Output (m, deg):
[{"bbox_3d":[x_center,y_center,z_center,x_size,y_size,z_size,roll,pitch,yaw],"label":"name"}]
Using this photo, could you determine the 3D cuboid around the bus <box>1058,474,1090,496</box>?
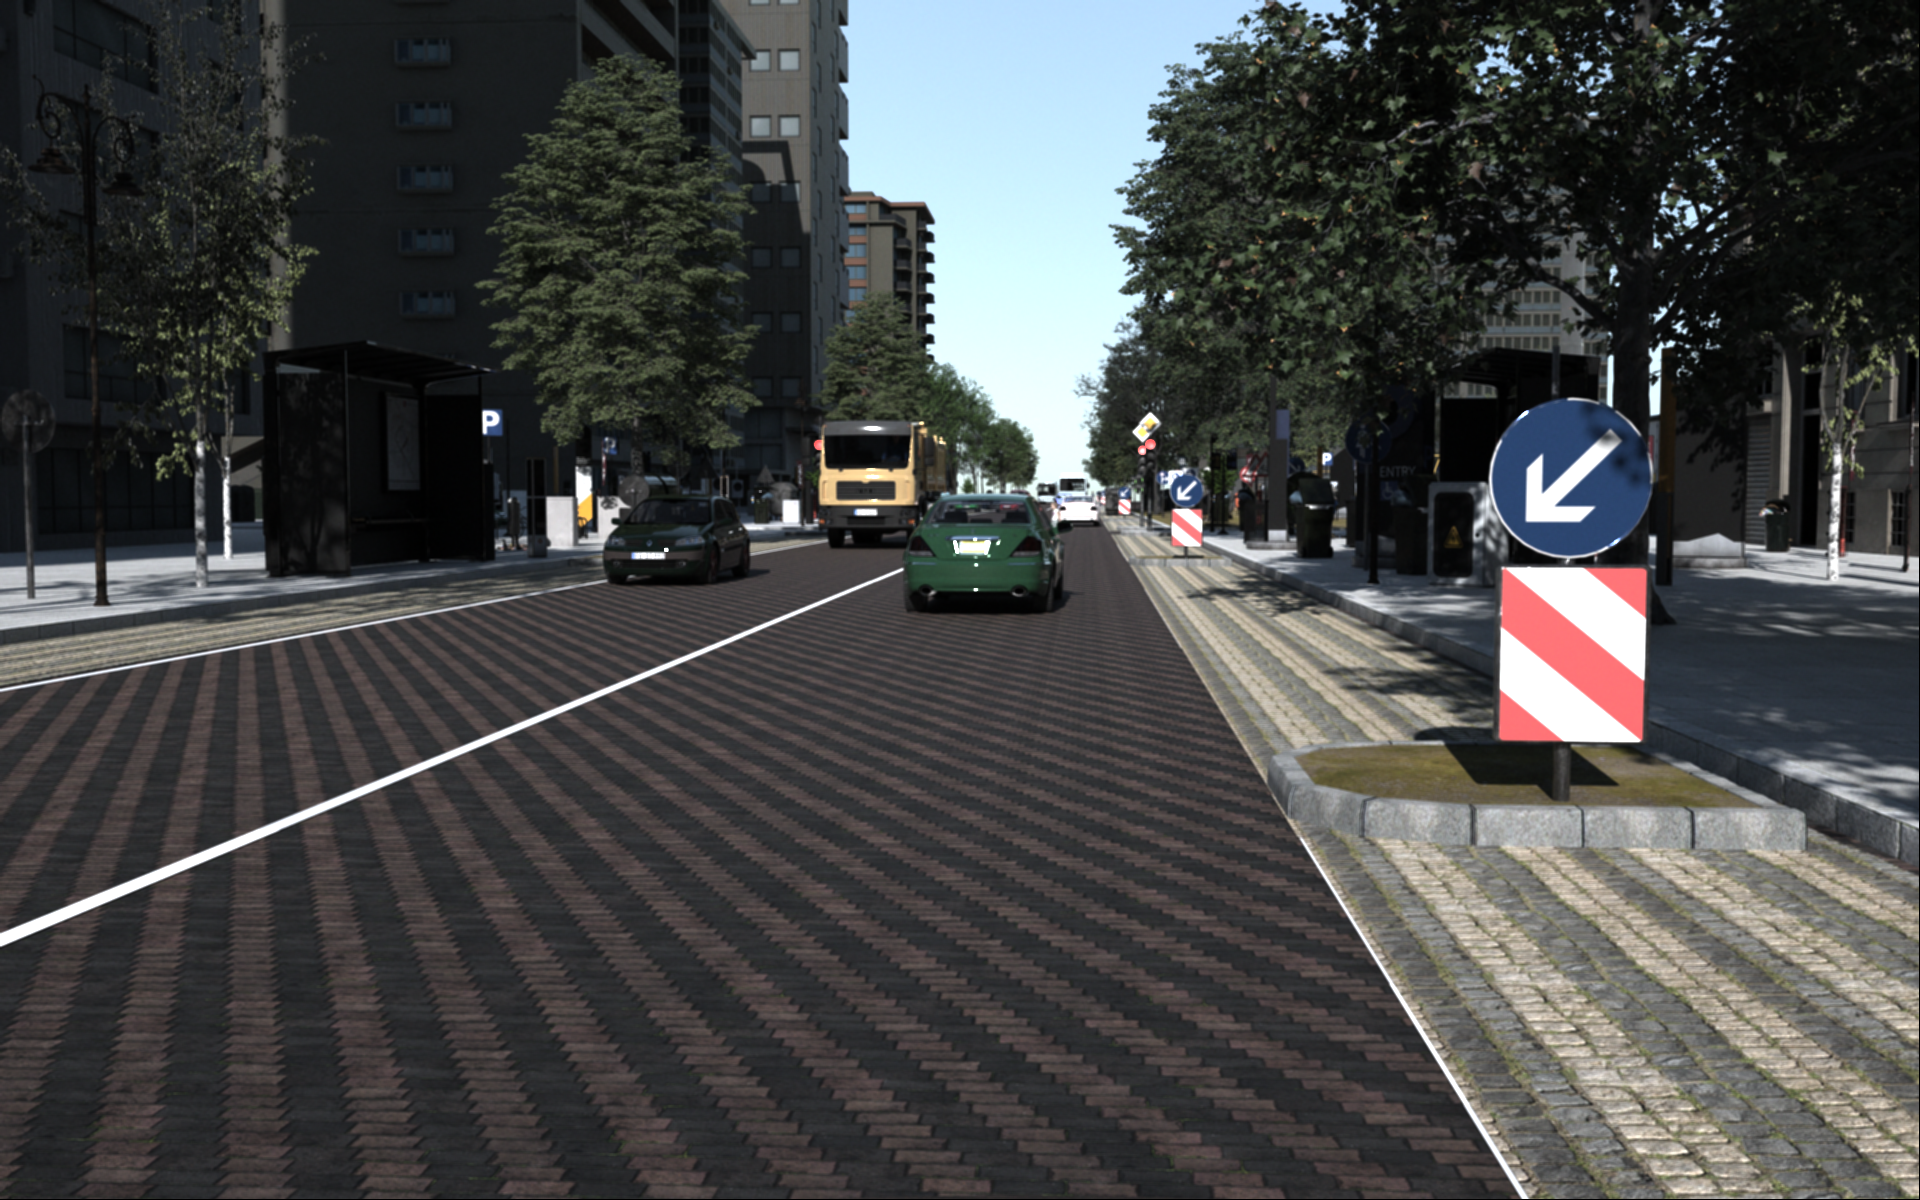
[{"bbox_3d":[10.752,-10.354,164.152,2.948,3.499,13.247,0,4,5],"label":"bus"}]

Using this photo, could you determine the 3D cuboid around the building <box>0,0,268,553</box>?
[{"bbox_3d":[-26.305,-16.635,43.681,14.107,30.474,14.160,0,4,4],"label":"building"}]

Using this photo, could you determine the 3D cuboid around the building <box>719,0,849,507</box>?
[{"bbox_3d":[-24.897,-34.796,158.155,28.713,52.752,27.495,0,4,4],"label":"building"}]

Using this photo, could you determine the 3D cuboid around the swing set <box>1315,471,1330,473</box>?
[{"bbox_3d":[24.904,-7.316,117.228,2.862,2.851,3.119,-2,4,-35],"label":"swing set"}]

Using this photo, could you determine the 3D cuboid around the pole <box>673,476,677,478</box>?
[{"bbox_3d":[-14.994,-5.952,91.158,0.158,3.312,0.155,0,3,0],"label":"pole"}]

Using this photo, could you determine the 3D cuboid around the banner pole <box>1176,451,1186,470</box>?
[{"bbox_3d":[12.878,-6.811,101.379,0.863,3.779,0.401,-2,4,-27],"label":"banner pole"}]

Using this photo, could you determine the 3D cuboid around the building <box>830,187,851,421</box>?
[{"bbox_3d":[-25.415,-30.209,185.800,32.217,40.220,23.993,0,4,4],"label":"building"}]

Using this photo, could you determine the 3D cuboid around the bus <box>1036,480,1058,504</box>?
[{"bbox_3d":[13.018,-15.867,254.281,2.948,3.499,13.247,0,4,6],"label":"bus"}]

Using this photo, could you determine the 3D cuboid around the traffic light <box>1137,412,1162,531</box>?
[{"bbox_3d":[6.499,-4.314,59.454,0.839,4.253,0.868,0,4,4],"label":"traffic light"}]

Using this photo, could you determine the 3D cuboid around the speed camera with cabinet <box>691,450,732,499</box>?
[{"bbox_3d":[-11.438,-5.106,77.813,2.038,3.252,0.660,0,4,6],"label":"speed camera with cabinet"}]

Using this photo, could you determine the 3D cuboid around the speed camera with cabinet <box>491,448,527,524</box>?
[{"bbox_3d":[-19.775,-4.942,75.136,2.038,3.252,0.660,-3,5,-40],"label":"speed camera with cabinet"}]

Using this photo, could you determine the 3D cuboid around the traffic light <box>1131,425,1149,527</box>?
[{"bbox_3d":[7.078,-4.801,67.418,0.839,4.253,0.868,0,4,4],"label":"traffic light"}]

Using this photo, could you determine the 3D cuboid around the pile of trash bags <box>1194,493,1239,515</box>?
[{"bbox_3d":[15.804,-5.931,106.726,3.447,1.369,1.912,0,4,-6],"label":"pile of trash bags"}]

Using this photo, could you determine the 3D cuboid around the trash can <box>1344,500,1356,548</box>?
[{"bbox_3d":[9.488,-1.804,41.142,0.748,1.137,0.748,0,3,0],"label":"trash can"}]

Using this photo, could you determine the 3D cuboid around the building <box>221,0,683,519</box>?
[{"bbox_3d":[-28.169,-28.755,93.853,21.300,48.544,21.600,0,4,4],"label":"building"}]

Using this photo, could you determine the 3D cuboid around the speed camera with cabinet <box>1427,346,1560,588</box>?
[{"bbox_3d":[7.399,-1.794,23.670,0.660,3.252,2.038,-3,4,-38],"label":"speed camera with cabinet"}]

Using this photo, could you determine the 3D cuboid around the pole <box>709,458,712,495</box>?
[{"bbox_3d":[-14.097,-6.364,97.897,0.158,3.312,0.155,0,3,0],"label":"pole"}]

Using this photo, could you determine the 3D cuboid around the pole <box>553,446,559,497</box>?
[{"bbox_3d":[-17.157,-4.877,73.574,0.158,3.312,0.155,0,3,0],"label":"pole"}]

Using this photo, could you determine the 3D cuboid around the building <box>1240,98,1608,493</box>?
[{"bbox_3d":[43.318,-28.830,163.258,32.217,40.220,23.993,0,4,4],"label":"building"}]

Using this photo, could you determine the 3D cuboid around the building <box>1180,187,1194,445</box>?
[{"bbox_3d":[50.896,-42.565,285.169,28.713,52.752,27.495,0,4,4],"label":"building"}]

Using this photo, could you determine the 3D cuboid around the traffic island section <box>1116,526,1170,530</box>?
[{"bbox_3d":[7.117,-2.767,67.529,2.009,0.180,2.903,0,4,4],"label":"traffic island section"}]

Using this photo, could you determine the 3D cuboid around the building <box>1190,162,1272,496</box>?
[{"bbox_3d":[44.219,-38.101,246.660,21.300,48.544,21.600,0,4,4],"label":"building"}]

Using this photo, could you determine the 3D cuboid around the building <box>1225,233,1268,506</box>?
[{"bbox_3d":[37.341,-26.120,198.757,14.160,30.474,14.107,0,4,4],"label":"building"}]

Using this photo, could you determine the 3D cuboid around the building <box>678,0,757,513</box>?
[{"bbox_3d":[-28.943,-26.489,124.983,32.217,40.220,23.993,0,4,4],"label":"building"}]

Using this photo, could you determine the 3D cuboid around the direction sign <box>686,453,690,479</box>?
[{"bbox_3d":[-15.180,-6.403,96.679,0.379,3.537,0.876,-2,4,-24],"label":"direction sign"}]

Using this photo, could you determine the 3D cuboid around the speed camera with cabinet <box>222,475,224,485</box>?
[{"bbox_3d":[-35.902,-5.466,83.705,0.660,3.252,2.038,-1,4,-21],"label":"speed camera with cabinet"}]

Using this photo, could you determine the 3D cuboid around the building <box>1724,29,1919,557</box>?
[{"bbox_3d":[26.482,-12.090,30.963,16.112,22.955,30.059,0,4,4],"label":"building"}]

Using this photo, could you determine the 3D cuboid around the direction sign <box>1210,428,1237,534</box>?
[{"bbox_3d":[8.376,-3.857,55.053,0.876,3.537,0.379,-1,4,-11],"label":"direction sign"}]

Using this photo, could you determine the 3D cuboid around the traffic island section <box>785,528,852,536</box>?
[{"bbox_3d":[-4.872,-2.331,60.396,2.009,0.180,2.903,0,4,4],"label":"traffic island section"}]

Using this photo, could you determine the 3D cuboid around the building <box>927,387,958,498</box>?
[{"bbox_3d":[-15.134,-26.766,282.660,27.650,21.520,28.899,0,4,4],"label":"building"}]

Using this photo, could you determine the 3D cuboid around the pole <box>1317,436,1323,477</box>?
[{"bbox_3d":[12.413,-4.032,59.760,0.158,3.312,0.155,0,3,0],"label":"pole"}]

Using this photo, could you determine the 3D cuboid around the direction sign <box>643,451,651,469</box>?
[{"bbox_3d":[-16.655,-6.120,92.054,0.379,3.537,0.876,-3,5,-39],"label":"direction sign"}]

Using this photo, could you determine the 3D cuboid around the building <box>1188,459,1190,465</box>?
[{"bbox_3d":[42.430,-37.596,264.801,14.600,45.320,14.200,0,4,4],"label":"building"}]

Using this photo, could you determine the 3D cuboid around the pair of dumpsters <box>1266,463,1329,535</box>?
[{"bbox_3d":[10.864,-3.263,55.851,1.574,2.255,4.437,0,4,4],"label":"pair of dumpsters"}]

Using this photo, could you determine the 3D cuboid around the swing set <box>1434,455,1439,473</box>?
[{"bbox_3d":[18.236,-4.350,68.737,3.119,2.851,2.862,-2,4,-34],"label":"swing set"}]

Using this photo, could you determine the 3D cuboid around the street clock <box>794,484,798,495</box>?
[{"bbox_3d":[-11.407,-7.083,120.371,0.358,2.002,0.471,-1,4,-15],"label":"street clock"}]

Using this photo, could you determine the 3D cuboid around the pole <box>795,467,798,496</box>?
[{"bbox_3d":[-12.283,-8.323,129.925,0.158,3.312,0.155,0,3,0],"label":"pole"}]

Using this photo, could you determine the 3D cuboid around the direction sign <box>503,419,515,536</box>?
[{"bbox_3d":[-13.723,-3.708,52.616,0.379,3.537,0.876,-1,4,-18],"label":"direction sign"}]

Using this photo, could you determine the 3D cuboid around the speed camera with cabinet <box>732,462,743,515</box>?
[{"bbox_3d":[-14.499,-6.914,107.387,2.038,3.252,0.660,-1,4,-18],"label":"speed camera with cabinet"}]

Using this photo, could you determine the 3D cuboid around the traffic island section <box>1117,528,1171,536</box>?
[{"bbox_3d":[6.539,-2.280,59.565,2.009,0.180,2.903,0,4,4],"label":"traffic island section"}]

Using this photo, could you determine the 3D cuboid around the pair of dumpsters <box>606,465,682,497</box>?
[{"bbox_3d":[-10.304,-3.302,56.483,1.574,2.255,4.437,0,4,4],"label":"pair of dumpsters"}]

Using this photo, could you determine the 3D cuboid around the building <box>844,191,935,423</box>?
[{"bbox_3d":[-15.274,-36.601,253.056,22.147,44.769,28.867,0,4,4],"label":"building"}]

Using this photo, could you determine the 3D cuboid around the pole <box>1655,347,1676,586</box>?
[{"bbox_3d":[9.884,-1.858,24.224,0.158,3.312,0.155,0,3,0],"label":"pole"}]

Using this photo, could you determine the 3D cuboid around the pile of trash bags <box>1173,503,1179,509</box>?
[{"bbox_3d":[18.197,-7.594,133.921,3.447,1.369,1.912,-2,4,-31],"label":"pile of trash bags"}]

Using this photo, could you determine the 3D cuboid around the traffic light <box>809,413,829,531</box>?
[{"bbox_3d":[-4.833,-4.363,60.258,0.839,4.253,0.868,0,4,4],"label":"traffic light"}]

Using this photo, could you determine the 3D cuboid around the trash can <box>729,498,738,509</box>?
[{"bbox_3d":[-7.702,-2.781,57.117,0.748,1.137,0.748,0,3,0],"label":"trash can"}]

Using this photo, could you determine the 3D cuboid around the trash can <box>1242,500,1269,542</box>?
[{"bbox_3d":[7.561,-1.993,44.235,0.748,1.137,0.748,0,3,0],"label":"trash can"}]
